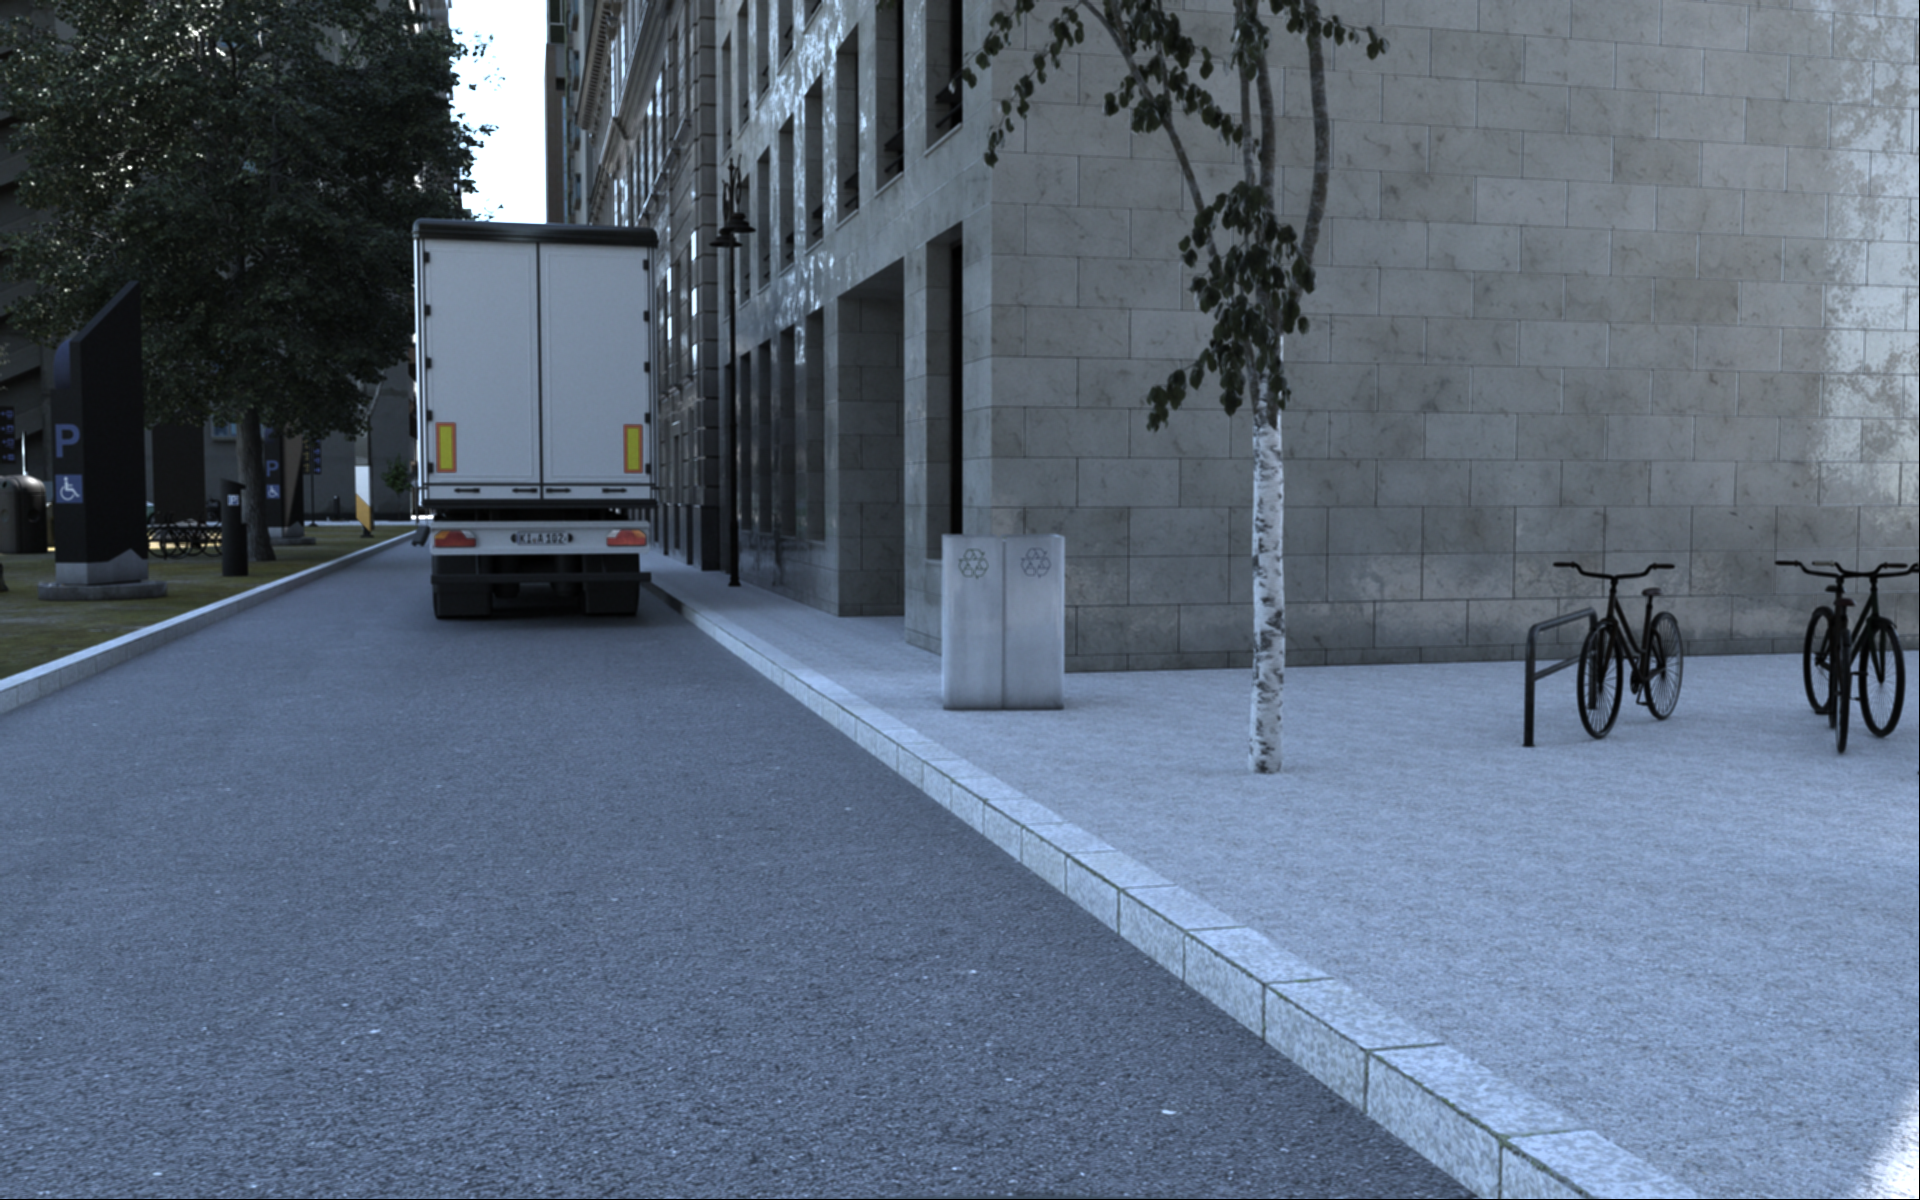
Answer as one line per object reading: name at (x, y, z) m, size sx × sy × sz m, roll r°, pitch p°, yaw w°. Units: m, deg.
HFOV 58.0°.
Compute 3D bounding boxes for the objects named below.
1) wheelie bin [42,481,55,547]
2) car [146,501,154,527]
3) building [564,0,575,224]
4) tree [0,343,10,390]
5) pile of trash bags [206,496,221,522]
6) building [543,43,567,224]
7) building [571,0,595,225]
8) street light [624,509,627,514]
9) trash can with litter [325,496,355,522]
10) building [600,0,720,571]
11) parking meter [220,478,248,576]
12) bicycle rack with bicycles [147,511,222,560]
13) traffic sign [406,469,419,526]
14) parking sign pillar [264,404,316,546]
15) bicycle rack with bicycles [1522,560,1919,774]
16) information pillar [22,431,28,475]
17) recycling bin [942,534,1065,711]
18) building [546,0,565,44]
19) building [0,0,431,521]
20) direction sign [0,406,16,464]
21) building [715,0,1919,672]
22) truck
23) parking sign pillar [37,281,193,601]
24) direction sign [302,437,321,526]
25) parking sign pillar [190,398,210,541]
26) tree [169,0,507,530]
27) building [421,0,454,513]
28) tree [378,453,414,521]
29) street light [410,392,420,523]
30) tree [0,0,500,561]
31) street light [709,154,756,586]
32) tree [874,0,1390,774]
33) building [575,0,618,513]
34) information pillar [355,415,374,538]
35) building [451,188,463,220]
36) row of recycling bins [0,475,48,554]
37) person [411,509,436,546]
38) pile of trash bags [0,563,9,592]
wheelie bin at (-22.013, -2.086, 42.022) m, size 0.980 × 1.594 × 0.693 m, roll 1°, pitch 4°, yaw 19°
car at (-33.689, -3.548, 69.807) m, size 4.920 × 1.459 × 2.131 m, roll -1°, pitch 4°, yaw -14°
building at (-22.605, -27.377, 131.210) m, size 14.154 × 41.232 × 14.086 m, roll -1°, pitch 4°, yaw -14°
tree at (-30.155, -6.128, 50.548) m, size 4.360 × 8.622 × 3.978 m, roll 0°, pitch 3°, yaw 0°
pile of trash bags at (-34.530, -4.316, 80.315) m, size 3.447 × 1.369 × 1.912 m, roll 0°, pitch 4°, yaw 8°
building at (-33.739, -31.881, 171.371) m, size 14.600 × 45.320 × 14.200 m, roll -1°, pitch 4°, yaw -14°
building at (-9.782, -28.678, 92.590) m, size 21.600 × 48.544 × 21.300 m, roll -1°, pitch 4°, yaw -14°
street light at (-9.237, -4.573, 47.550) m, size 0.468 × 5.910 × 1.993 m, roll -1°, pitch 4°, yaw -14°
trash can with litter at (-29.063, -4.260, 80.708) m, size 1.678 × 1.210 × 2.233 m, roll -2°, pitch 4°, yaw -32°
building at (-1.857, -14.918, 41.174) m, size 12.463 × 27.353 × 25.104 m, roll -1°, pitch 4°, yaw -14°
parking meter at (-11.368, -1.145, 27.124) m, size 0.372 × 1.533 × 0.369 m, roll 0°, pitch 3°, yaw 0°
bicycle rack with bicycles at (-15.513, -1.322, 34.997) m, size 2.925 × 0.926 × 2.852 m, roll -2°, pitch 4°, yaw -34°
traffic sign at (-21.810, -4.027, 69.480) m, size 0.795 × 2.450 × 0.064 m, roll -1°, pitch 4°, yaw -14°
parking sign pillar at (-17.015, -3.370, 43.580) m, size 1.447 × 3.967 × 1.447 m, roll 0°, pitch 4°, yaw 3°
bicycle rack with bicycles at (4.289, 0.258, 9.169) m, size 2.852 × 0.926 × 2.925 m, roll 2°, pitch 4°, yaw 31°
information pillar at (-34.695, -4.462, 64.308) m, size 0.183 × 3.616 × 0.504 m, roll -2°, pitch 4°, yaw -35°
recycling bin at (0.254, 0.120, 10.596) m, size 0.722 × 1.027 × 0.722 m, roll 0°, pitch 4°, yaw -1°
building at (-46.998, -49.276, 243.917) m, size 20.611 × 71.187 × 20.563 m, roll -1°, pitch 4°, yaw -14°
building at (-39.531, -28.512, 89.867) m, size 21.300 × 48.544 × 21.600 m, roll -1°, pitch 4°, yaw -14°
direction sign at (-24.755, -3.212, 44.515) m, size 0.876 × 3.537 × 0.379 m, roll -2°, pitch 4°, yaw -34°
building at (3.164, -10.171, 21.053) m, size 10.420 × 20.320 × 16.860 m, roll -1°, pitch 4°, yaw -14°
truck at (-5.819, -2.105, 23.335) m, size 2.839 × 4.237 × 11.283 m, roll -1°, pitch 4°, yaw -15°
parking sign pillar at (-10.607, -2.010, 21.338) m, size 1.447 × 3.967 × 1.447 m, roll 0°, pitch 4°, yaw 6°
direction sign at (-25.690, -4.690, 68.685) m, size 0.876 × 3.537 × 0.379 m, roll 1°, pitch 4°, yaw 21°
parking sign pillar at (-21.383, -3.605, 47.419) m, size 1.447 × 3.967 × 1.447 m, roll -1°, pitch 4°, yaw -23°
tree at (-21.798, -12.469, 59.750) m, size 12.611 × 20.169 × 13.585 m, roll 0°, pitch 3°, yaw 0°
building at (-47.557, -30.780, 122.861) m, size 23.786 × 49.044 × 30.456 m, roll -1°, pitch 4°, yaw -14°
tree at (-26.263, -5.312, 81.450) m, size 1.663 × 3.219 × 1.824 m, roll 0°, pitch 3°, yaw 0°
street light at (-24.261, -6.391, 77.276) m, size 0.468 × 5.910 × 1.993 m, roll -1°, pitch 4°, yaw -14°
tree at (-13.524, -7.715, 32.801) m, size 9.857 × 13.997 × 8.962 m, roll 0°, pitch 3°, yaw 0°
street light at (-3.143, -3.131, 23.978) m, size 0.468 × 5.910 × 1.993 m, roll -1°, pitch 4°, yaw -14°
tree at (1.180, -3.509, 7.740) m, size 4.360 × 8.622 × 3.978 m, roll 0°, pitch 3°, yaw 0°
building at (-8.116, -12.114, 62.694) m, size 10.561 × 19.102 × 19.286 m, roll -1°, pitch 4°, yaw -14°
information pillar at (-17.630, -3.659, 51.181) m, size 0.504 × 3.616 × 0.183 m, roll 1°, pitch 4°, yaw 17°
building at (-51.823, -23.462, 155.313) m, size 14.160 × 30.474 × 14.107 m, roll -1°, pitch 4°, yaw -14°
row of recycling bins at (-21.040, -1.918, 38.479) m, size 1.069 × 1.692 × 3.534 m, roll -3°, pitch 4°, yaw -38°
person at (-14.637, -2.416, 48.227) m, size 0.699 × 1.804 × 1.509 m, roll 2°, pitch 4°, yaw 35°
pile of trash bags at (-13.026, -0.701, 21.219) m, size 1.912 × 1.369 × 3.447 m, roll -1°, pitch 4°, yaw -15°
